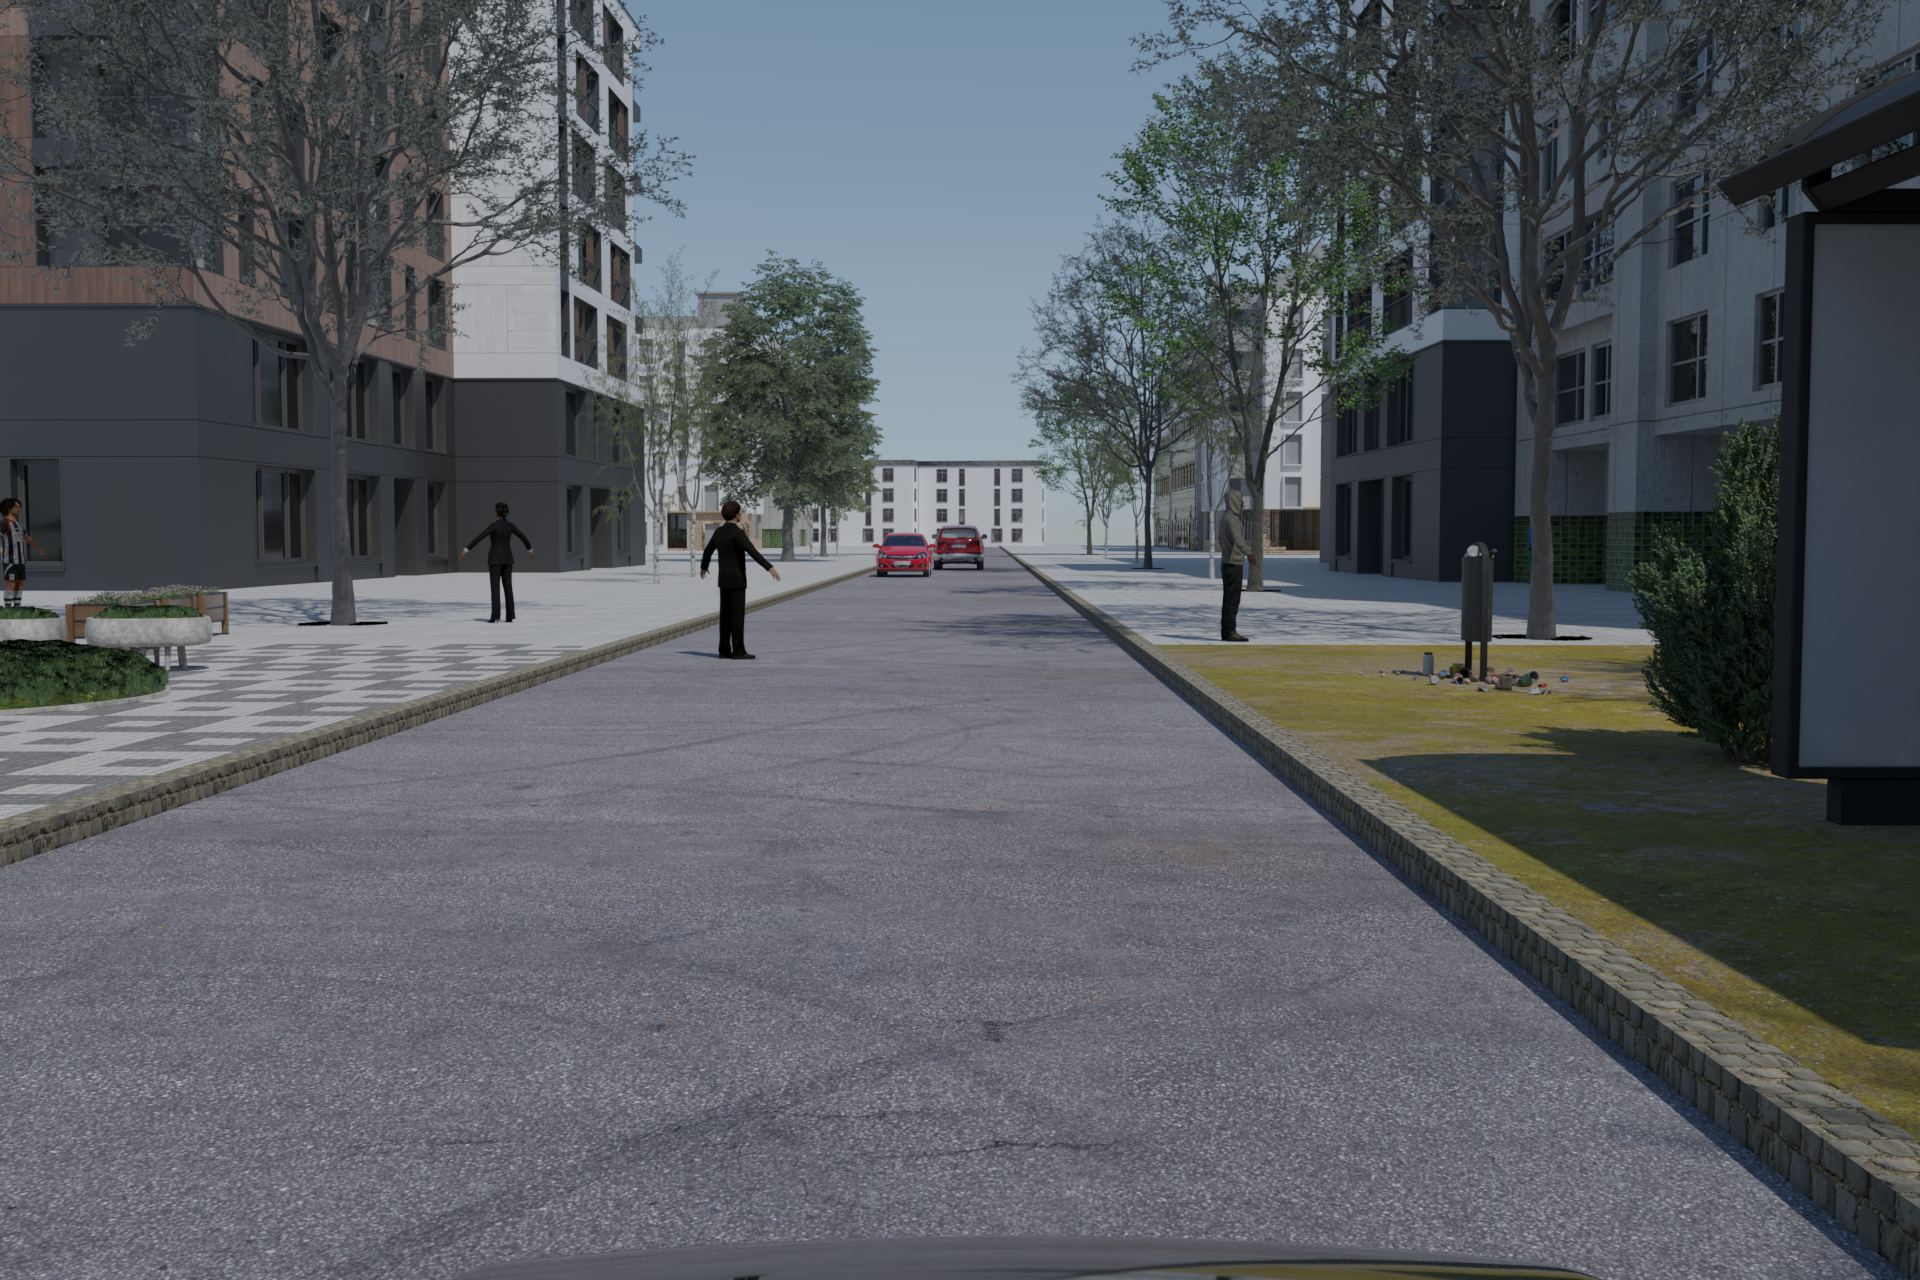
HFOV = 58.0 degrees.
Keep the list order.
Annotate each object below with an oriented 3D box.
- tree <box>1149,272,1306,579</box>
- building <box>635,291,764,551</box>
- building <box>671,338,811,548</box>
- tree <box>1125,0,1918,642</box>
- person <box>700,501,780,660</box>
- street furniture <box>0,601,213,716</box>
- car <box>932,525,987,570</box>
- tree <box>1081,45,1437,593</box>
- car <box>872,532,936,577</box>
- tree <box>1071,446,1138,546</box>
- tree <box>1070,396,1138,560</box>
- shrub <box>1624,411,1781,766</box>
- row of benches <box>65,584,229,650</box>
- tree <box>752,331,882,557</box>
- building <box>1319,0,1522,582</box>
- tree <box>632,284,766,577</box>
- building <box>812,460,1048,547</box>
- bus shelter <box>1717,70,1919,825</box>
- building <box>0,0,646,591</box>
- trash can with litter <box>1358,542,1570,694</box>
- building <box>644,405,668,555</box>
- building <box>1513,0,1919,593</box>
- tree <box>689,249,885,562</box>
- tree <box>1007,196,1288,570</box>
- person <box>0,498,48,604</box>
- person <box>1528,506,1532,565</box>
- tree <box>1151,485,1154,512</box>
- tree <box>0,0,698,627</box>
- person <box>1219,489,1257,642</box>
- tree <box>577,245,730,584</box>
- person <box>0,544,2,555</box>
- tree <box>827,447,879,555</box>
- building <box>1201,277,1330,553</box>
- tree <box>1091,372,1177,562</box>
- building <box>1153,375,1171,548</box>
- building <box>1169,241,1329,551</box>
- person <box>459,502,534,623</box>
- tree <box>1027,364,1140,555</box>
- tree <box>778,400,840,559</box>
[{"bbox_3d":[6.961,-6.032,48.979,4.360,8.622,3.978,0,3,0],"label":"tree"},{"bbox_3d":[-22.104,-17.122,136.371,16.016,20.090,11.380,0,4,1],"label":"building"},{"bbox_3d":[-24.376,-18.678,171.840,16.747,18.905,31.486,0,3,0],"label":"building"},{"bbox_3d":[7.030,-6.757,20.855,12.009,13.543,11.850,0,3,0],"label":"tree"},{"bbox_3d":[-2.586,-0.686,19.857,1.347,1.806,0.705,3,5,42],"label":"person"},{"bbox_3d":[-11.306,0.102,13.966,10.072,0.657,5.734,0,4,-3],"label":"street furniture"},{"bbox_3d":[-0.028,-3.778,70.451,2.281,1.827,5.304,0,4,1],"label":"car"},{"bbox_3d":[6.529,-6.866,38.010,9.928,11.665,9.643,0,3,0],"label":"tree"},{"bbox_3d":[-1.877,-3.056,58.999,2.155,1.783,4.494,0,4,1],"label":"car"},{"bbox_3d":[15.965,-16.173,190.178,9.928,11.665,9.643,0,3,0],"label":"tree"},{"bbox_3d":[7.233,-8.279,85.717,4.360,8.622,3.978,0,3,0],"label":"tree"},{"bbox_3d":[4.626,-0.328,9.790,1.690,2.028,1.600,0,3,0],"label":"shrub"},{"bbox_3d":[-9.357,-0.281,20.064,1.422,0.672,4.104,-1,4,-8],"label":"row of benches"},{"bbox_3d":[-8.103,-10.960,97.321,7.486,12.596,7.792,0,3,0],"label":"tree"},{"bbox_3d":[26.757,-13.318,61.722,27.936,21.610,32.646,0,4,0],"label":"building"},{"bbox_3d":[-8.048,-6.177,51.359,4.360,8.622,3.978,0,3,0],"label":"tree"},{"bbox_3d":[-4.566,-15.381,196.083,28.070,9.664,9.099,1,4,9],"label":"building"},{"bbox_3d":[4.419,-0.683,5.092,2.014,3.302,5.546,0,4,0],"label":"bus shelter"},{"bbox_3d":[-27.196,-12.890,54.720,27.936,21.610,32.646,0,4,1],"label":"building"},{"bbox_3d":[4.434,-0.233,14.868,1.678,1.210,2.233,0,4,2],"label":"trash can with litter"},{"bbox_3d":[-24.685,-10.865,119.794,9.099,9.664,28.070,0,3,0],"label":"building"},{"bbox_3d":[22.903,-9.978,29.598,16.747,18.905,31.486,0,4,1],"label":"building"},{"bbox_3d":[-7.847,-10.561,79.324,9.857,13.997,8.962,0,3,0],"label":"tree"},{"bbox_3d":[6.831,-9.337,63.024,12.009,13.543,11.850,0,3,0],"label":"tree"},{"bbox_3d":[-14.232,-1.220,26.091,0.704,1.843,1.345,0,4,3],"label":"person"},{"bbox_3d":[9.106,-1.287,27.176,0.704,1.817,1.347,1,4,20],"label":"person"},{"bbox_3d":[24.158,-15.044,196.331,4.360,8.622,3.978,0,3,0],"label":"tree"},{"bbox_3d":[-8.774,-6.958,24.136,12.009,13.543,11.850,0,3,0],"label":"tree"},{"bbox_3d":[3.286,-0.892,20.717,0.705,1.813,1.348,0,4,-4],"label":"person"},{"bbox_3d":[-7.795,-5.739,44.190,4.360,8.622,3.978,0,3,0],"label":"tree"},{"bbox_3d":[-16.704,-1.439,29.797,0.705,1.796,1.348,-3,5,-43],"label":"person"},{"bbox_3d":[-7.627,-9.442,104.732,4.360,8.622,3.978,0,3,0],"label":"tree"},{"bbox_3d":[23.073,-16.596,127.764,16.016,20.090,11.380,0,4,0],"label":"building"},{"bbox_3d":[8.105,-7.820,78.227,4.360,8.622,3.978,0,3,0],"label":"tree"},{"bbox_3d":[29.070,-20.646,168.483,19.493,23.208,18.063,0,4,1],"label":"building"},{"bbox_3d":[27.190,-18.865,139.368,19.493,23.208,18.063,0,4,1],"label":"building"},{"bbox_3d":[-6.680,-1.121,25.054,0.721,1.740,1.216,3,5,44],"label":"person"},{"bbox_3d":[7.933,-10.987,105.399,9.928,11.665,9.643,0,3,0],"label":"tree"},{"bbox_3d":[-7.646,-8.490,89.172,4.737,8.622,4.395,0,3,0],"label":"tree"}]
